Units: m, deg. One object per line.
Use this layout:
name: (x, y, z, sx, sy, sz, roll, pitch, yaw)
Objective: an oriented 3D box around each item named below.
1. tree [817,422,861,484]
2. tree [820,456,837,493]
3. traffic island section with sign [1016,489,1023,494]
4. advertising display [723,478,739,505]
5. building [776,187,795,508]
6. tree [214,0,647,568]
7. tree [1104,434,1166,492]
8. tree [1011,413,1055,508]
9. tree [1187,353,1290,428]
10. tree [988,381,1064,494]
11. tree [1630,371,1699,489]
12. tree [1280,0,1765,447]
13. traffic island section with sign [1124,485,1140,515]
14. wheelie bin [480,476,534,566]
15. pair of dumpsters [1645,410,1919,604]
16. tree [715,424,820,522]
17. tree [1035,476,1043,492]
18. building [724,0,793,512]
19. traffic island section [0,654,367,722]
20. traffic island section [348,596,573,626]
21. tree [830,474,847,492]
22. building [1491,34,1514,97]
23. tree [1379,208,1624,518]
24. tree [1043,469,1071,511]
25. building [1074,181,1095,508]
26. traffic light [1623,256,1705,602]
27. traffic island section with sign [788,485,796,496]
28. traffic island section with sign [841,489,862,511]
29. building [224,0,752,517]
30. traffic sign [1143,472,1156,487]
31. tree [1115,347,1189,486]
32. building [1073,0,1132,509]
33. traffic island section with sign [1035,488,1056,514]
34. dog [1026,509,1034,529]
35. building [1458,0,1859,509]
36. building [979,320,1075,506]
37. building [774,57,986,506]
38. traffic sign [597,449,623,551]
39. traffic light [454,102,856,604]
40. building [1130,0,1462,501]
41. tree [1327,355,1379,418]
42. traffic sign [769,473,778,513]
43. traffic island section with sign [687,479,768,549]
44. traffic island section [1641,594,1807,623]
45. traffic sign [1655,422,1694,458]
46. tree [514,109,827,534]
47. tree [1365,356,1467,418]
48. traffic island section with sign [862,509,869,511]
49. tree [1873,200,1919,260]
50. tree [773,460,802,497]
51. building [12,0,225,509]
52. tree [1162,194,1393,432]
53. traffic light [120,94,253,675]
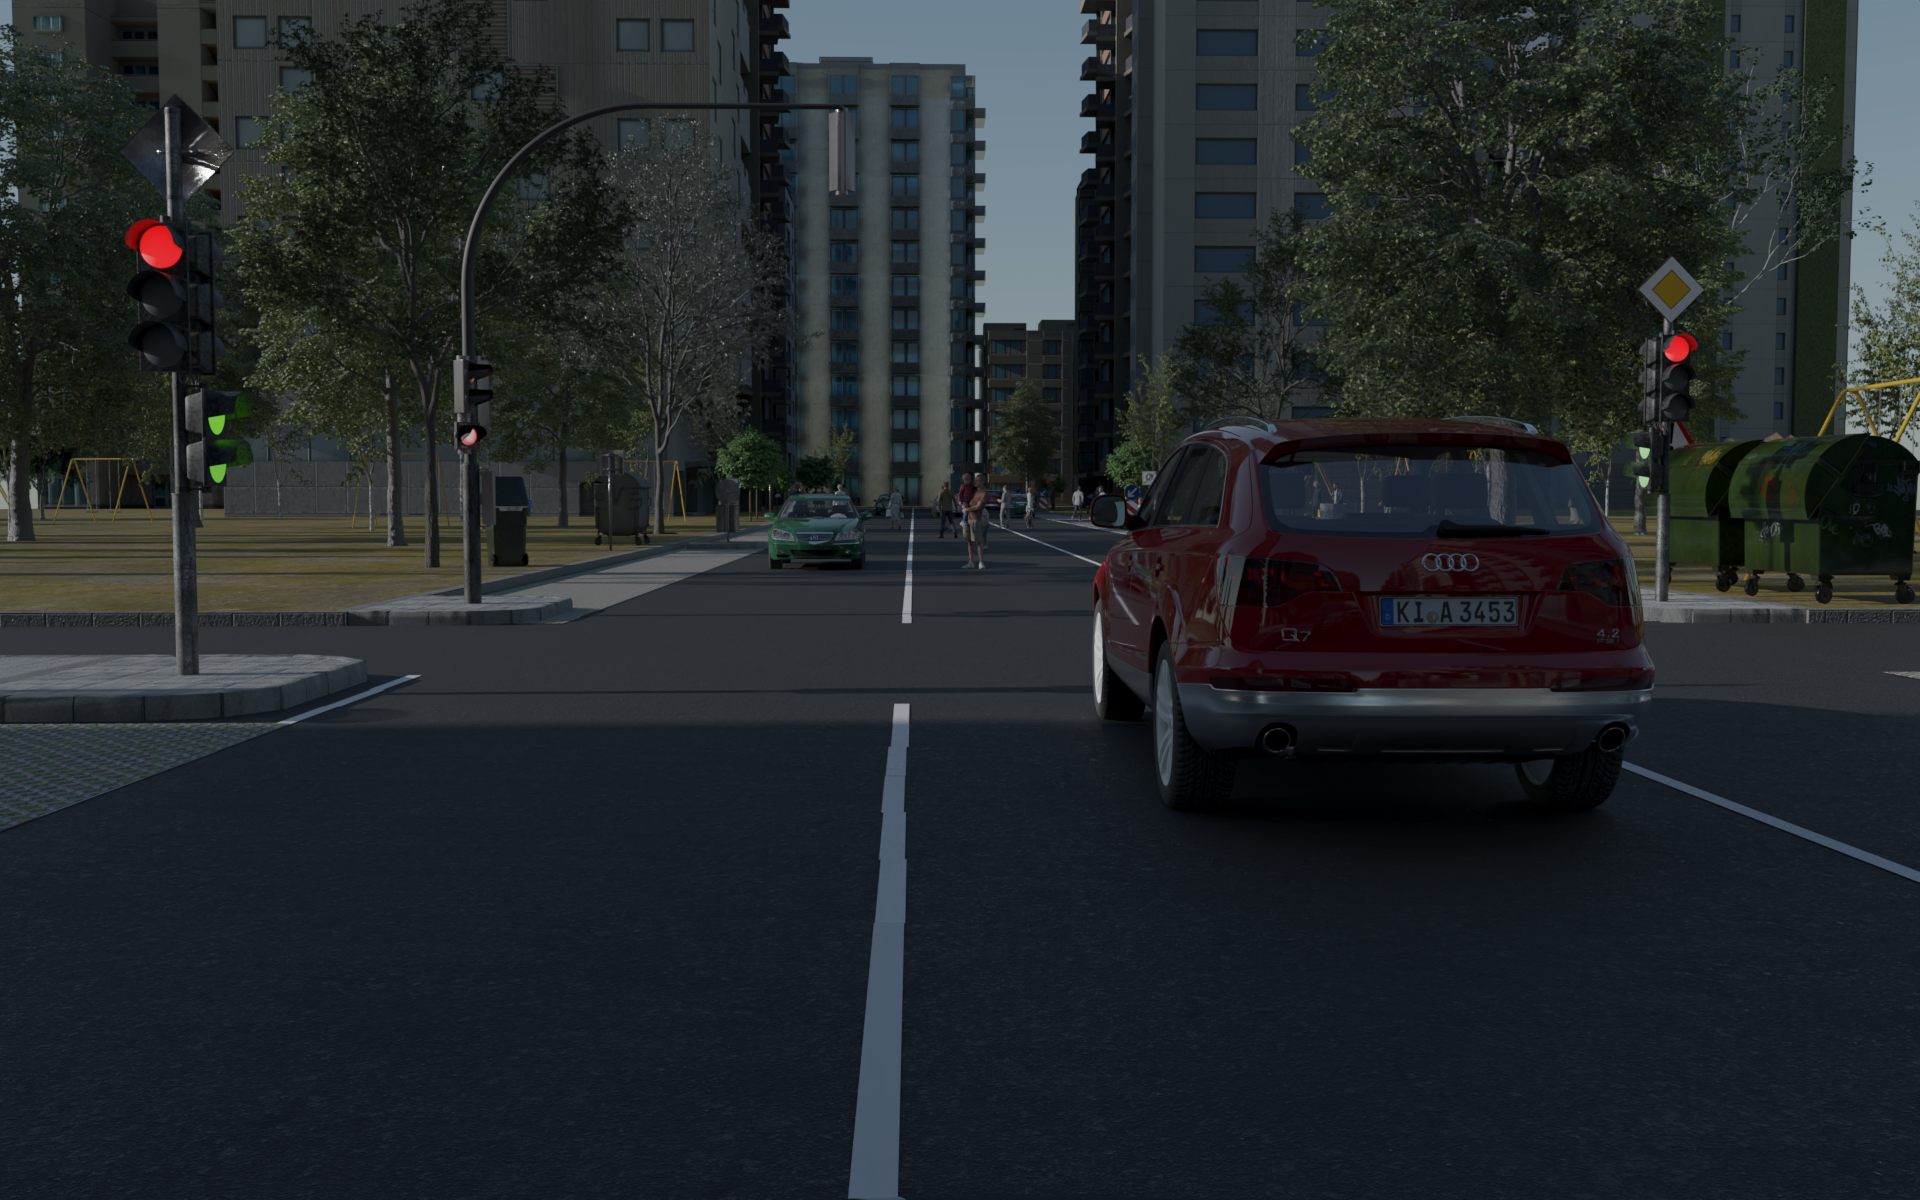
tree: (-12.005, -13.607, 172.832, 4.737, 8.622, 4.395, 0, 3, 0)
tree: (-10.719, -8.831, 128.094, 4.285, 4.588, 4.351, 0, 3, 0)
traffic island section with sign: (4.986, -8.626, 149.657, 1.989, 1.847, 2.006, 0, 4, -2)
advertising display: (-9.014, -3.854, 68.219, 0.123, 1.923, 0.974, 2, 4, 26)
building: (-22.484, -23.775, 160.429, 14.107, 30.474, 14.160, 0, 4, -2)
tree: (-9.097, -5.867, 30.342, 8.767, 10.594, 7.601, 1, 4, 22)
tree: (9.404, -6.634, 92.174, 4.285, 4.588, 4.351, 0, 3, 0)
tree: (6.793, -12.583, 156.100, 4.737, 8.622, 4.395, 0, 3, 0)
tree: (12.498, -7.980, 80.831, 4.360, 8.622, 3.978, 0, 3, 0)
tree: (6.681, -15.626, 173.605, 7.486, 12.596, 7.792, 0, 3, 0)
tree: (35.025, -8.318, 86.359, 4.737, 8.622, 4.395, 0, 3, 0)
tree: (10.831, -7.815, 34.424, 9.857, 13.997, 8.962, 0, 3, 0)
traffic island section with sign: (7.026, -3.917, 72.678, 1.989, 1.847, 2.006, 0, 4, -2)
wheelie bin: (-8.135, -1.407, 30.909, 0.980, 1.594, 0.693, -2, 4, -31)
pair of dumpsters: (10.434, -1.202, 22.147, 1.574, 2.255, 4.437, 0, 4, -1)
tree: (-10.178, -6.342, 87.409, 4.285, 4.588, 4.351, 0, 3, 0)
tree: (7.964, -10.360, 163.990, 1.663, 3.219, 1.824, 0, 3, 0)
building: (-24.817, -29.454, 136.200, 22.147, 44.769, 28.867, 0, 4, -2)
traffic island section: (-5.520, 0.608, 12.345, 2.009, 0.180, 2.903, 0, 4, -2)
traffic island section: (-5.732, 0.119, 20.328, 2.009, 0.180, 2.903, 0, 4, -2)
tree: (-11.692, -10.575, 167.505, 1.663, 3.219, 1.824, 0, 3, 0)
building: (42.171, -31.368, 162.978, 14.200, 45.320, 14.600, 0, 4, -2)
tree: (14.186, -5.828, 45.651, 4.737, 8.622, 4.395, 0, 3, 0)
tree: (7.445, -8.343, 131.017, 1.663, 3.219, 1.824, 0, 3, 0)
building: (17.523, -23.872, 162.007, 14.160, 30.474, 14.107, 0, 4, -2)
traffic light: (8.365, -1.936, 20.582, 0.839, 4.253, 0.868, 0, 4, -2)
traffic island section with sign: (-6.793, -3.904, 72.465, 1.989, 1.847, 2.006, 0, 4, -2)
traffic island section with sign: (-8.109, -6.938, 122.060, 1.989, 1.847, 2.006, 0, 4, -2)
building: (-27.524, -31.713, 107.746, 28.713, 52.752, 27.495, 0, 4, -2)
traffic sign: (8.627, -4.697, 78.929, 0.606, 2.300, 0.079, 0, 4, 5)
tree: (9.803, -8.352, 86.922, 4.737, 8.622, 4.395, 0, 3, 0)
building: (21.201, -29.688, 140.027, 22.147, 44.769, 28.867, 0, 4, -2)
traffic island section with sign: (5.713, -6.960, 122.416, 1.989, 1.847, 2.006, 0, 4, -2)
dog: (3.005, -3.373, 71.991, 0.513, 0.831, 0.800, 3, 5, 44)
building: (63.482, -37.732, 158.923, 28.212, 58.520, 21.231, 0, 4, -2)
building: (17.083, -21.524, 196.948, 28.899, 21.520, 27.650, 0, 4, -2)
building: (-12.569, -35.047, 192.620, 30.456, 49.044, 23.786, 0, 4, -2)
traffic sign: (-7.895, -2.261, 39.095, 0.606, 2.300, 0.079, 0, 4, 7)
traffic light: (-3.602, -2.790, 20.284, 4.771, 5.953, 1.251, 0, 4, -2)
building: (21.582, -34.793, 110.858, 21.231, 58.520, 28.212, 0, 4, -2)
tree: (18.216, -7.798, 77.855, 4.737, 8.622, 4.395, 0, 3, 0)
traffic sign: (-9.179, -5.115, 83.730, 0.768, 2.556, 0.104, 0, 4, -1)
traffic island section with sign: (-6.077, -2.256, 45.519, 1.989, 1.847, 2.006, 0, 4, -2)
traffic island section: (8.405, 0.097, 20.697, 2.009, 0.180, 2.903, 0, 4, -2)
traffic sign: (10.549, -1.576, 25.779, 0.884, 2.594, 0.081, 0, 4, 6)
tree: (-9.532, -8.859, 55.208, 12.009, 13.543, 11.850, 0, 3, 0)
tree: (18.323, -7.372, 70.900, 4.360, 8.622, 3.978, 0, 3, 0)
traffic island section with sign: (-8.819, -8.596, 149.168, 1.989, 1.847, 2.006, 0, 4, -2)
tree: (24.213, -5.644, 42.638, 4.737, 8.622, 4.395, 0, 3, 0)
tree: (-9.714, -6.316, 97.872, 1.663, 3.219, 1.824, 0, 3, 0)
building: (-68.974, -32.576, 156.324, 21.600, 48.544, 21.300, 0, 4, -2)
tree: (9.815, -7.338, 54.386, 8.767, 10.594, 7.601, -3, 5, -39)
traffic light: (-5.479, -1.425, 12.212, 0.839, 4.253, 0.868, 0, 4, -2)
